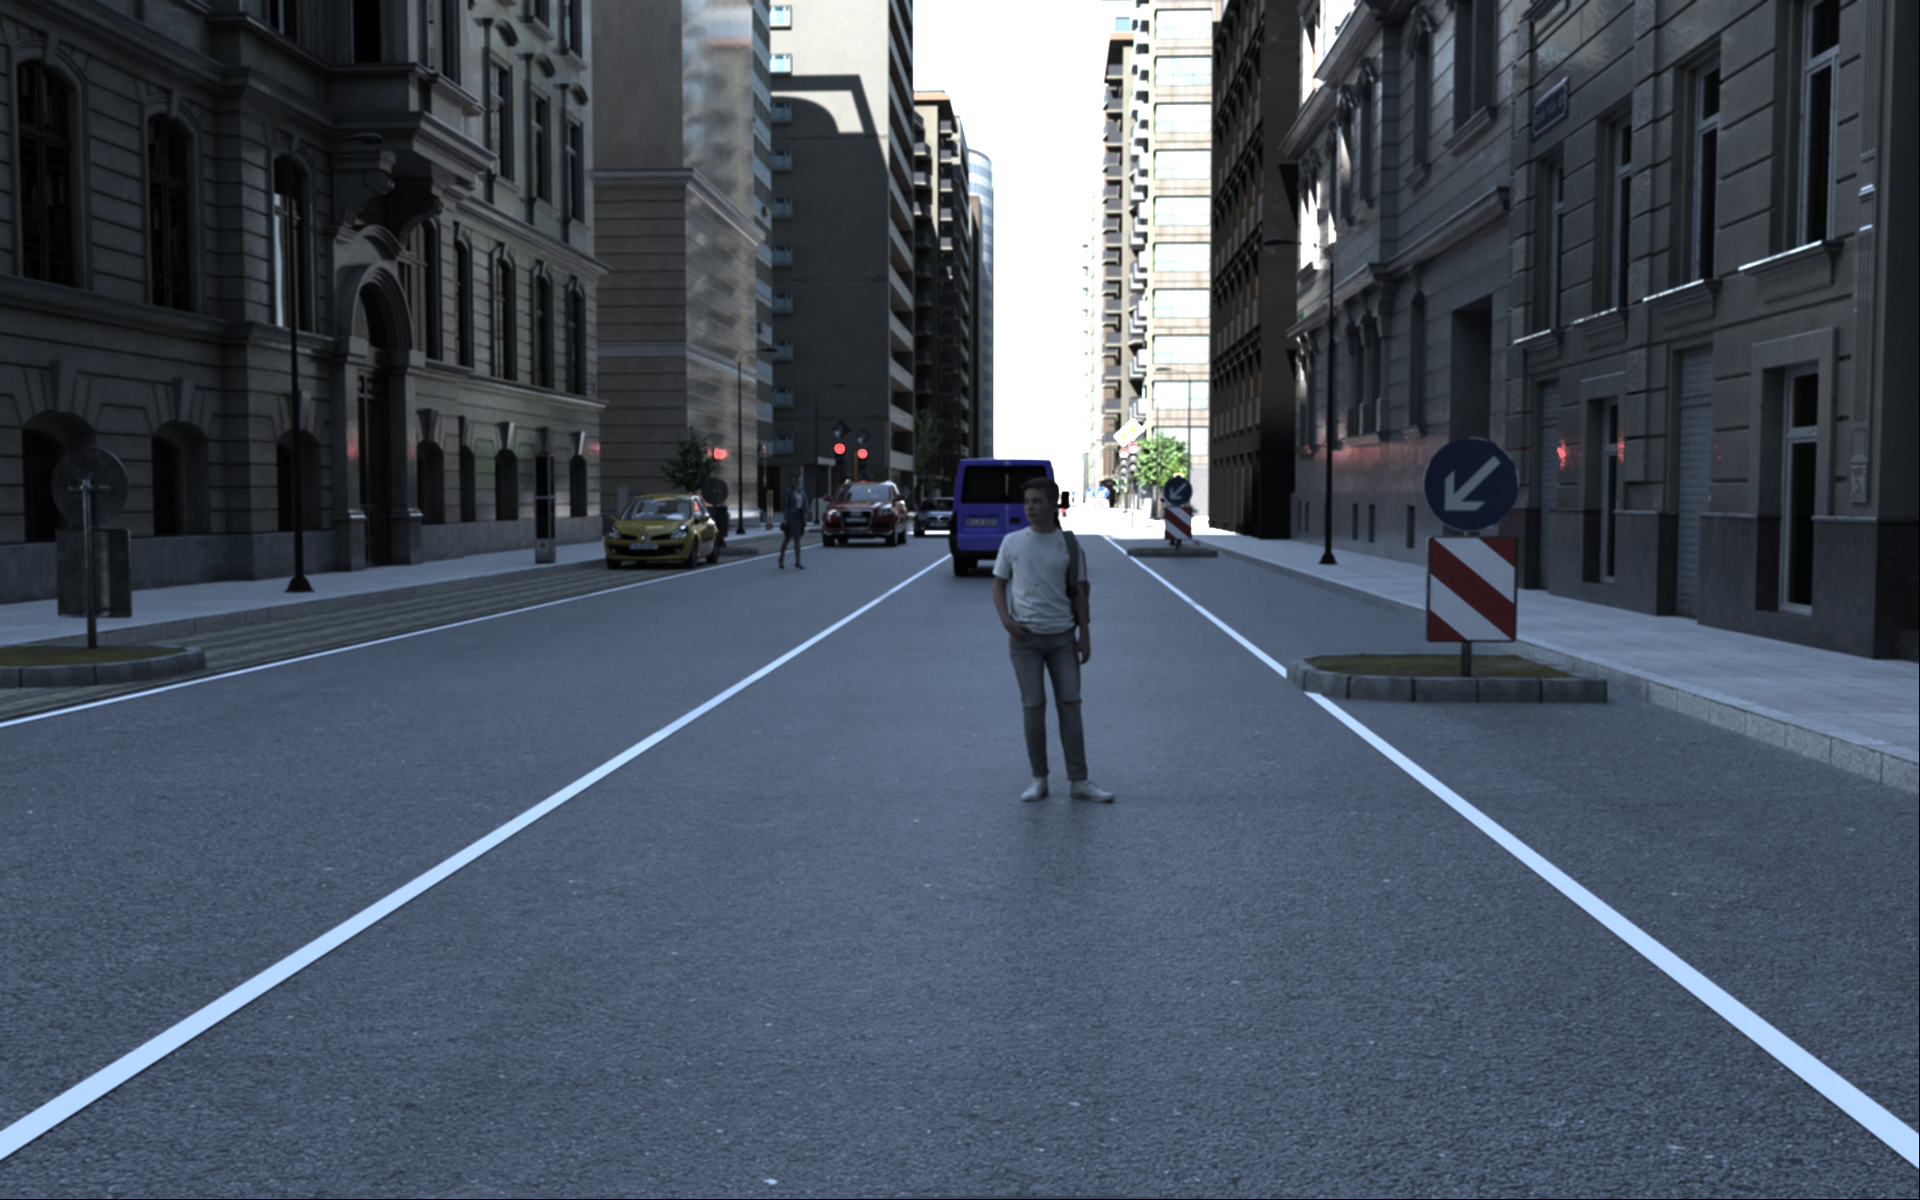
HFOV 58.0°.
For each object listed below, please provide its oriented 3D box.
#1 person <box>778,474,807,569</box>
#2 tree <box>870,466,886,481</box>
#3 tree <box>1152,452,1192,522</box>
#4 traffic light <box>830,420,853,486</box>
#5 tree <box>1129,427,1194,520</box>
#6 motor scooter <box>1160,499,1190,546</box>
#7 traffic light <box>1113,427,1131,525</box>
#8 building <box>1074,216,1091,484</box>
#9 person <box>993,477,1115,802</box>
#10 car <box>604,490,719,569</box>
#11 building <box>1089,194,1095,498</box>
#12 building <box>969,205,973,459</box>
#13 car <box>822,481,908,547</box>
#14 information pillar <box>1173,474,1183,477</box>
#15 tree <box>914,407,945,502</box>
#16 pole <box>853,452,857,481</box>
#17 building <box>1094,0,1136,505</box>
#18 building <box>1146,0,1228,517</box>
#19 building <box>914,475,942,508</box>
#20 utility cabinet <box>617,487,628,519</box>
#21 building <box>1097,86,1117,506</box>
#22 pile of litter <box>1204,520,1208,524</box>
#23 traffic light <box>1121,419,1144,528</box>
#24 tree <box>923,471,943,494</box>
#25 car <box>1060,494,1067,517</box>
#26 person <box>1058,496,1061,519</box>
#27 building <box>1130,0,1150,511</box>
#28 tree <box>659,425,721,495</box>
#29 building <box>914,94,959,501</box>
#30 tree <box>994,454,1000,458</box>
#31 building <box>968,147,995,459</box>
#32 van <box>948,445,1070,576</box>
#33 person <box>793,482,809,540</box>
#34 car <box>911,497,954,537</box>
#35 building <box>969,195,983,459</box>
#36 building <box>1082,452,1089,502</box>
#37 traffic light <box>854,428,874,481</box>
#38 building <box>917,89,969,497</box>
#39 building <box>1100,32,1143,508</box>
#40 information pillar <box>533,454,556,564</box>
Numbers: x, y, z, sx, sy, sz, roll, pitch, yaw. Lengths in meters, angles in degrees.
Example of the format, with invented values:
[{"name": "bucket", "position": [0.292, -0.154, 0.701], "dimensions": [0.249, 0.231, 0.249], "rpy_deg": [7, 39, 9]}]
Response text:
[{"name": "person", "position": [-3.225, -1.514, 33.270], "dimensions": [0.581, 1.822, 0.654], "rpy_deg": [-3, 4, -37]}, {"name": "tree", "position": [-5.040, -7.020, 109.377], "dimensions": [1.663, 3.219, 1.824], "rpy_deg": [0, 3, 0]}, {"name": "tree", "position": [9.793, -5.144, 78.699], "dimensions": [1.663, 3.219, 1.824], "rpy_deg": [0, 3, 0]}, {"name": "traffic light", "position": [-4.474, -4.666, 65.212], "dimensions": [0.839, 4.253, 0.868], "rpy_deg": [0, 4, 3]}, {"name": "tree", "position": [10.562, -6.531, 90.489], "dimensions": [4.285, 4.588, 4.351], "rpy_deg": [0, 3, 0]}, {"name": "motor scooter", "position": [6.004, -2.171, 48.276], "dimensions": [0.815, 1.314, 1.986], "rpy_deg": [0, 4, 1]}, {"name": "traffic light", "position": [6.831, -5.121, 72.650], "dimensions": [0.839, 4.253, 0.868], "rpy_deg": [0, 4, 3]}, {"name": "building", "position": [31.286, -41.044, 290.669], "dimensions": [23.786, 49.044, 30.456], "rpy_deg": [0, 4, 3]}, {"name": "person", "position": [0.436, 0.182, 8.121], "dimensions": [0.503, 1.515, 0.523], "rpy_deg": [-2, 4, -33]}, {"name": "car", "position": [-5.878, -1.475, 34.347], "dimensions": [2.015, 1.641, 3.980], "rpy_deg": [0, 4, 1]}, {"name": "building", "position": [24.825, -33.892, 237.724], "dimensions": [14.154, 41.232, 14.086], "rpy_deg": [0, 4, 3]}, {"name": "building", "position": [-5.550, -33.956, 238.779], "dimensions": [14.154, 41.232, 14.086], "rpy_deg": [0, 4, 3]}, {"name": "car", "position": [-2.644, -2.462, 48.928], "dimensions": [2.281, 1.827, 5.304], "rpy_deg": [0, 4, 3]}, {"name": "information pillar", "position": [7.825, -3.534, 62.271], "dimensions": [0.304, 2.012, 0.304], "rpy_deg": [0, 4, -2]}, {"name": "tree", "position": [-3.320, -11.783, 143.011], "dimensions": [4.737, 8.622, 4.395], "rpy_deg": [0, 3, 0]}, {"name": "pole", "position": [-5.034, -5.455, 83.024], "dimensions": [0.158, 3.312, 0.155], "rpy_deg": [0, 3, 0]}, {"name": "building", "position": [26.731, -40.724, 207.840], "dimensions": [21.231, 58.520, 28.212], "rpy_deg": [0, 4, 3]}, {"name": "building", "position": [17.996, -25.555, 101.421], "dimensions": [14.154, 41.232, 14.086], "rpy_deg": [0, 4, 3]}, {"name": "building", "position": [-18.062, -28.691, 160.975], "dimensions": [32.217, 40.220, 23.993], "rpy_deg": [0, 4, 3]}, {"name": "utility cabinet", "position": [-9.916, -2.579, 50.842], "dimensions": [0.318, 1.500, 1.173], "rpy_deg": [-1, 4, -10]}, {"name": "building", "position": [22.210, -32.807, 186.508], "dimensions": [14.600, 45.320, 14.200], "rpy_deg": [0, 4, 3]}, {"name": "pile of litter", "position": [11.157, -3.609, 72.970], "dimensions": [1.719, 0.858, 1.176], "rpy_deg": [2, 4, 25]}, {"name": "traffic light", "position": [6.424, -4.633, 64.675], "dimensions": [0.839, 4.253, 0.868], "rpy_deg": [0, 4, 3]}, {"name": "tree", "position": [-2.363, -9.317, 146.932], "dimensions": [1.663, 3.219, 1.824], "rpy_deg": [0, 3, 0]}, {"name": "car", "position": [5.824, -6.117, 109.048], "dimensions": [2.155, 1.783, 4.494], "rpy_deg": [0, 4, 4]}, {"name": "person", "position": [5.532, -5.534, 99.212], "dimensions": [0.641, 1.798, 0.478], "rpy_deg": [2, 4, 25]}, {"name": "building", "position": [24.326, -31.285, 131.114], "dimensions": [23.786, 49.044, 30.456], "rpy_deg": [0, 4, 3]}, {"name": "tree", "position": [-7.608, -3.300, 48.550], "dimensions": [1.663, 3.219, 1.824], "rpy_deg": [0, 3, 0]}, {"name": "building", "position": [-11.565, -32.556, 186.921], "dimensions": [22.147, 44.769, 28.867], "rpy_deg": [0, 4, 3]}, {"name": "tree", "position": [5.828, -21.874, 307.999], "dimensions": [4.360, 8.622, 3.978], "rpy_deg": [0, 3, 0]}, {"name": "building", "position": [-5.139, -45.706, 289.297], "dimensions": [21.231, 58.520, 28.212], "rpy_deg": [0, 4, 3]}, {"name": "van", "position": [0.917, -1.693, 32.070], "dimensions": [2.240, 2.365, 5.245], "rpy_deg": [0, 4, 3]}, {"name": "person", "position": [-5.060, -2.792, 54.172], "dimensions": [0.660, 1.820, 0.620], "rpy_deg": [-1, 4, -9]}, {"name": "car", "position": [-0.664, -2.848, 59.139], "dimensions": [1.945, 1.354, 3.894], "rpy_deg": [0, 4, 2]}, {"name": "building", "position": [-3.873, -36.856, 252.704], "dimensions": [14.600, 45.320, 14.200], "rpy_deg": [0, 4, 3]}, {"name": "building", "position": [29.862, -57.873, 258.887], "dimensions": [22.319, 86.520, 31.000], "rpy_deg": [0, 4, 3]}, {"name": "traffic light", "position": [-4.067, -5.154, 73.187], "dimensions": [0.839, 4.253, 0.868], "rpy_deg": [0, 4, 3]}, {"name": "building", "position": [-10.032, -35.978, 211.948], "dimensions": [21.300, 48.544, 21.600], "rpy_deg": [0, 4, 3]}, {"name": "building", "position": [24.645, -31.156, 164.028], "dimensions": [22.147, 44.769, 28.867], "rpy_deg": [0, 4, 3]}, {"name": "information pillar", "position": [-7.691, -1.687, 32.074], "dimensions": [0.304, 2.012, 0.304], "rpy_deg": [0, 4, 4]}]
